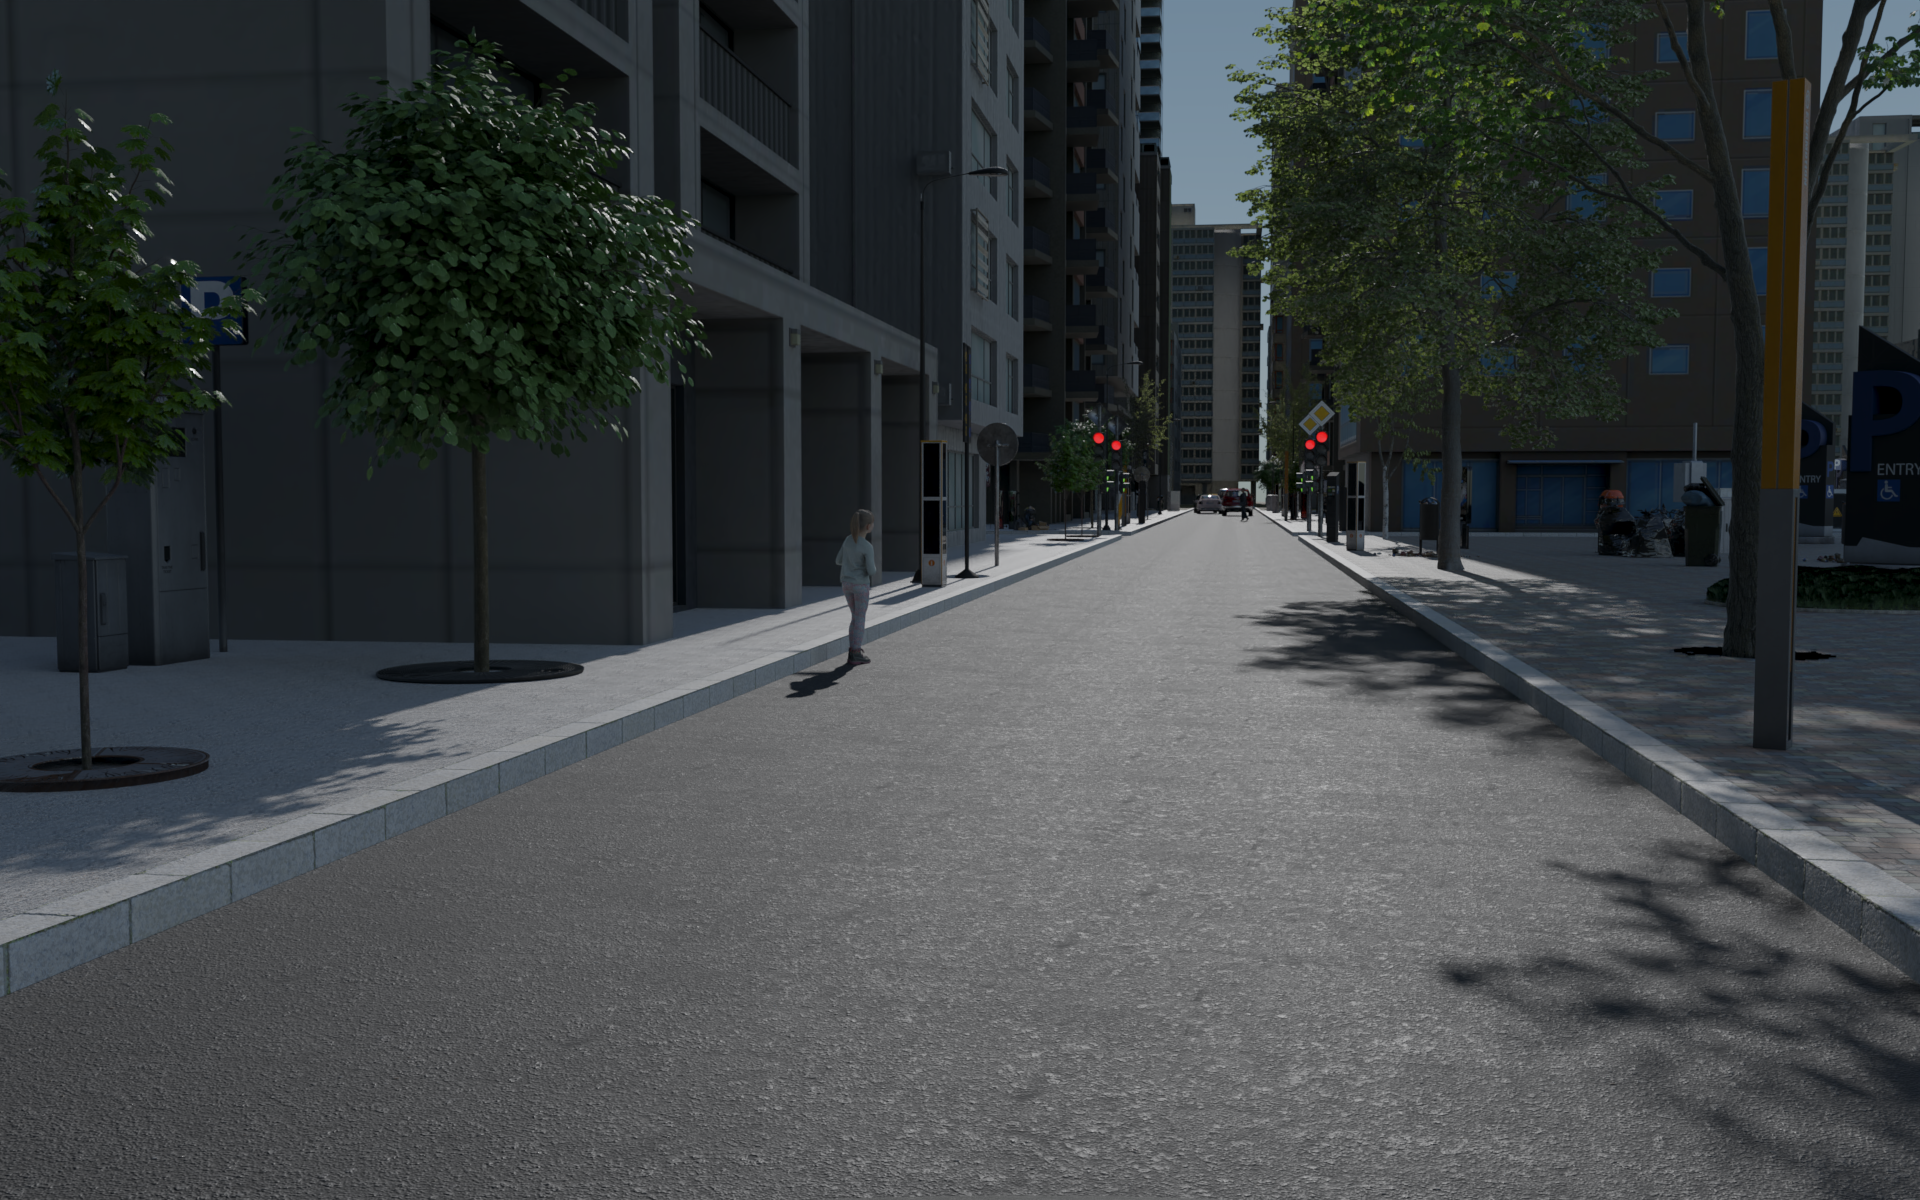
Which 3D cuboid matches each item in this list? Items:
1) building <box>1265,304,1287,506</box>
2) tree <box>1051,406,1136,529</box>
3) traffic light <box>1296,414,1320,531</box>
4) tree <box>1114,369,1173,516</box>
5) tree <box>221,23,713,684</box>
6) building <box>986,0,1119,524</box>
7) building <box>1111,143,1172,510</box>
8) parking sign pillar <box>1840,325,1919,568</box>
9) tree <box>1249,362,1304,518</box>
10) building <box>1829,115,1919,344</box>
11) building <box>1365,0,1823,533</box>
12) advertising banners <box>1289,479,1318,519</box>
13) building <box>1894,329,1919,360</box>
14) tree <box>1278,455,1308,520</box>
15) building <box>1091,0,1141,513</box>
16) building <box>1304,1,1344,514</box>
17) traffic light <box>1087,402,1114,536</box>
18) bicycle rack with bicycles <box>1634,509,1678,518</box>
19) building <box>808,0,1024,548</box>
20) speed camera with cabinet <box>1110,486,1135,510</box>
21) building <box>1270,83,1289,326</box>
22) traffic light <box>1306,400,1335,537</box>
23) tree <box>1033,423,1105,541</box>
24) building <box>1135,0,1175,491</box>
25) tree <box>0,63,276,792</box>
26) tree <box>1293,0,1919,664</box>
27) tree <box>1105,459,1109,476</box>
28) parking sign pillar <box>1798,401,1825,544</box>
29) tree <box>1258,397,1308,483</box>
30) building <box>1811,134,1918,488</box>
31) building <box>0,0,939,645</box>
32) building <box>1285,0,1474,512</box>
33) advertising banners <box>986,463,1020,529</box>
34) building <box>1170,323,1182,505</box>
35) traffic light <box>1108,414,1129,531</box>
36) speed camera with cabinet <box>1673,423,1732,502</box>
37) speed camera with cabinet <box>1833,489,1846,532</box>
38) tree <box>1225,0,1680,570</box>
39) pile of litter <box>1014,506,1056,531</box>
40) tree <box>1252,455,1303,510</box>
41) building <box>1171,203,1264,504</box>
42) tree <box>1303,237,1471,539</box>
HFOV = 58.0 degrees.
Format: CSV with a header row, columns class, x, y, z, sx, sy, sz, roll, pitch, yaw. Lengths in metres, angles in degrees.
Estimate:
class,x,y,z,sx,sy,sz,roll,pitch,yaw
building,44.432,-19.892,170.277,27.650,21.520,28.899,1,4,9
tree,5.014,-4.959,64.793,4.285,4.588,4.351,0,3,0
traffic light,12.060,-4.339,59.869,0.839,4.253,0.868,1,4,9
tree,10.613,-9.352,103.271,4.360,8.622,3.978,0,3,0
tree,-3.505,-1.745,12.246,4.285,4.588,4.351,0,3,0
building,-3.694,-26.384,86.006,22.147,44.769,28.867,1,4,9
building,10.136,-22.726,143.274,14.160,30.474,14.107,1,4,9
parking sign pillar,14.690,-2.369,27.200,1.447,3.967,1.447,-3,4,-38
tree,18.209,-8.816,94.496,4.737,8.622,4.395,0,3,0
building,102.663,-30.939,189.447,14.086,41.232,14.154,1,4,9
building,21.526,-25.232,62.658,14.200,45.320,14.600,1,4,9
advertising banners,17.983,-5.767,90.482,0.090,3.025,2.074,-3,4,-36
building,52.490,-45.789,61.319,31.000,86.520,22.319,1,4,9
tree,16.496,-5.528,84.984,1.663,3.219,1.824,0,3,0
building,-1.361,-32.582,121.955,28.713,52.752,27.495,1,4,9
building,33.017,-27.770,108.662,22.147,44.769,28.867,1,4,9
traffic light,4.282,-3.919,52.992,0.839,4.253,0.868,1,4,9
bicycle rack with bicycles,16.566,-1.672,40.713,2.852,0.926,2.925,-1,4,-15
building,-5.684,-22.059,44.266,14.086,41.232,14.154,1,4,9
speed camera with cabinet,12.667,-8.664,135.986,2.038,3.252,0.660,1,4,19
building,45.890,-34.926,194.736,21.300,48.544,21.600,1,4,9
traffic light,10.815,-3.857,51.981,0.839,4.253,0.868,1,4,9
tree,2.926,-3.234,47.471,1.663,3.219,1.824,0,3,0
building,9.587,-52.104,164.579,22.319,86.520,31.000,1,4,9
tree,-4.076,-0.818,7.974,1.663,3.219,1.824,0,3,0
tree,6.358,-5.366,13.492,9.928,11.665,9.643,0,3,0
tree,3.694,-3.481,51.513,1.663,3.219,1.824,0,3,0
parking sign pillar,21.981,-3.457,44.988,1.447,3.967,1.447,-2,4,-35
tree,24.377,-10.945,129.305,4.360,8.622,3.978,0,3,0
building,82.486,-30.084,183.753,23.993,40.220,32.217,1,4,9
building,-11.159,-35.841,24.246,20.563,71.187,20.611,1,4,9
building,35.374,-30.505,148.865,14.600,45.320,14.200,1,4,9
advertising banners,1.457,-4.117,63.507,0.090,3.025,2.074,-3,5,-40
building,10.431,-21.636,198.783,28.899,21.520,27.650,1,4,9
traffic light,5.526,-4.401,60.880,0.839,4.253,0.868,1,4,9
speed camera with cabinet,21.046,-3.313,48.501,2.038,3.252,0.660,-1,4,-12
speed camera with cabinet,29.867,-3.885,57.863,2.038,3.252,0.660,1,4,14
tree,7.990,-6.808,29.435,7.486,12.596,7.792,0,3,0
pile of litter,2.644,-2.894,61.275,1.719,0.858,1.176,-1,4,-15
tree,25.596,-9.662,141.692,4.285,4.588,4.351,0,3,0
building,28.911,-33.203,234.747,23.993,40.220,32.217,1,4,9
tree,12.050,-6.006,48.555,4.737,8.622,4.395,0,3,0
